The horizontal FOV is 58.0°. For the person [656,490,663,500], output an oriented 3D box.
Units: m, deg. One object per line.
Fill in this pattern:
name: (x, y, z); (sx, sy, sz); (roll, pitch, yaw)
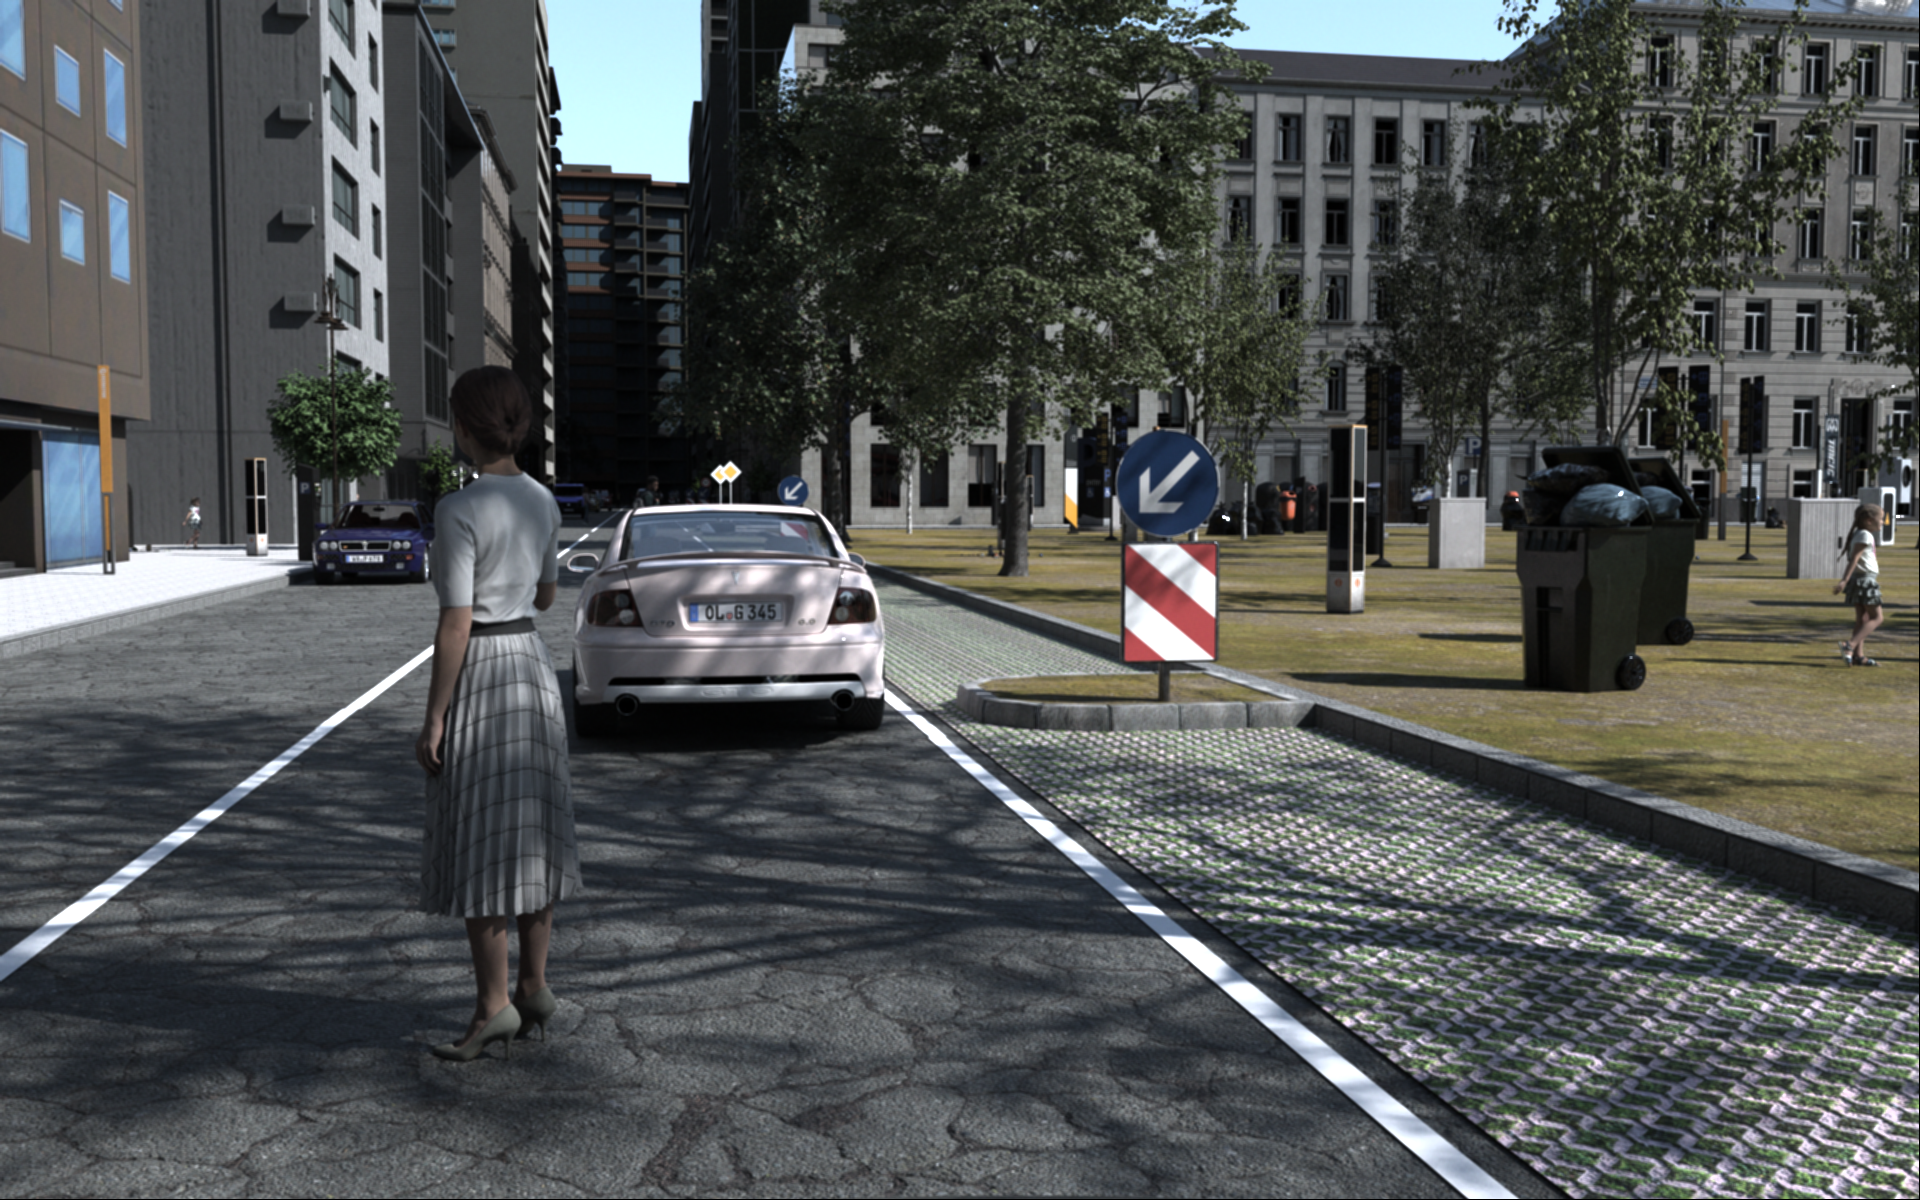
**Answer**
person: (-29.063, -9.625, 165.863); (1.348, 1.824, 0.705); (0, 4, -8)

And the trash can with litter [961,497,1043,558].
trash can with litter: (0.856, -1.481, 35.279); (1.678, 1.210, 2.233); (0, 4, 0)

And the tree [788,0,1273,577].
tree: (0.990, -6.668, 27.155); (7.486, 12.596, 7.792); (0, 3, 0)

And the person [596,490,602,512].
person: (-29.098, -8.005, 139.638); (0.793, 1.790, 0.793); (0, 4, 2)

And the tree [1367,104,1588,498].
tree: (9.769, -5.107, 33.868); (4.360, 8.622, 3.978); (0, 3, 0)

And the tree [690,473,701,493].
tree: (-23.752, -10.028, 158.560); (1.663, 3.219, 1.824); (0, 3, 0)

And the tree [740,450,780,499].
tree: (-8.729, -4.968, 75.825); (1.663, 3.219, 1.824); (0, 3, 0)

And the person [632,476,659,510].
person: (-6.034, -1.510, 33.529); (0.721, 1.781, 0.623); (-3, 4, -36)

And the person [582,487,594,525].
person: (-17.203, -4.320, 79.723); (0.593, 1.750, 0.643); (3, 5, 41)

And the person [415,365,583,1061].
person: (-1.257, 0.281, 4.483); (0.524, 1.755, 0.480); (2, 4, 24)

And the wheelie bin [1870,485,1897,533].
wheelie bin: (30.244, -2.976, 56.572); (0.693, 1.594, 0.980); (2, 4, 32)

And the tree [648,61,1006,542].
tree: (-3.484, -7.901, 46.194); (9.611, 12.733, 9.660); (0, 3, 0)

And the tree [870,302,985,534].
tree: (-1.458, -6.468, 56.122); (4.360, 8.622, 3.978); (0, 3, 0)

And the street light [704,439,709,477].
street light: (-20.832, -10.355, 142.092); (0.468, 5.910, 1.993); (-1, 4, -10)

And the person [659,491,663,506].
person: (-28.904, -9.649, 167.197); (0.436, 1.711, 0.756); (0, 4, 3)

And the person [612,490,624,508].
person: (-34.474, -10.150, 174.543); (1.348, 1.812, 0.705); (1, 4, 15)

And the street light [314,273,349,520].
street light: (-13.183, -3.894, 36.456); (0.468, 5.910, 1.993); (-1, 4, -10)

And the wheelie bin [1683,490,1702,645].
wheelie bin: (5.891, -0.426, 14.879); (0.693, 1.594, 0.980); (-1, 4, -9)

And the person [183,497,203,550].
person: (-17.730, -1.775, 40.073); (0.382, 1.210, 0.505); (0, 4, 0)

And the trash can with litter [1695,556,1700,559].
trash can with litter: (13.694, -1.408, 34.078); (1.678, 1.210, 2.233); (1, 4, 12)

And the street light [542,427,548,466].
street light: (-28.498, -8.944, 119.014); (0.468, 5.910, 1.993); (-1, 4, -10)

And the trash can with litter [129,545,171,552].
trash can with litter: (-18.692, -1.668, 38.329); (2.233, 1.210, 1.678); (-2, 4, -25)

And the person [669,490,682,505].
person: (-26.712, -9.434, 162.824); (1.350, 1.814, 0.705); (-3, 5, -42)

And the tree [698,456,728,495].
tree: (-20.698, -9.965, 146.636); (4.285, 4.588, 4.351); (0, 3, 0)

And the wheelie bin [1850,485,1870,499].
wheelie bin: (32.866, -3.366, 62.950); (0.980, 1.594, 0.693); (0, 4, 4)

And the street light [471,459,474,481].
street light: (-18.850, -5.760, 66.968); (0.468, 5.910, 1.993); (-1, 4, -10)

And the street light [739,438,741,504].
street light: (-11.480, -7.190, 90.339); (0.468, 5.910, 1.993); (-1, 4, -10)

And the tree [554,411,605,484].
tree: (-43.467, -15.946, 195.129); (7.601, 10.594, 8.767); (0, 4, 1)

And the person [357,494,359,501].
person: (-22.931, -3.395, 65.820); (0.640, 1.303, 0.475); (-1, 4, -13)

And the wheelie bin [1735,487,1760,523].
wheelie bin: (34.703, -4.187, 76.373); (0.980, 1.594, 0.693); (1, 4, 14)

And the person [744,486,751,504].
person: (-11.349, -5.326, 92.971); (0.795, 1.843, 0.661); (3, 5, 40)

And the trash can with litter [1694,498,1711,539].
trash can with litter: (20.779, -2.295, 48.916); (0.624, 1.170, 1.055); (0, 4, 7)

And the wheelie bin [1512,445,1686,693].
wheelie bin: (4.101, -0.214, 11.412); (0.693, 1.594, 0.980); (-2, 4, -29)

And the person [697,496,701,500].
person: (-24.126, -9.442, 160.409); (0.705, 1.826, 1.348); (-1, 4, -23)

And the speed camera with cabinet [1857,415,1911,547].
speed camera with cabinet: (22.858, -2.964, 42.798); (2.038, 3.252, 0.660); (-3, 5, -43)

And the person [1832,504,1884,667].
person: (6.682, -0.116, 12.947); (0.382, 1.210, 0.505); (1, 4, 14)

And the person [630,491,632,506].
person: (-39.169, -12.092, 206.142); (0.705, 1.831, 1.348); (-1, 4, -10)

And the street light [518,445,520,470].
street light: (-23.768, -7.378, 93.415); (0.468, 5.910, 1.993); (-1, 4, -10)

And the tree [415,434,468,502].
tree: (-16.715, -3.752, 55.941); (1.663, 3.219, 1.824); (0, 3, 0)

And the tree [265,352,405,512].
tree: (-14.392, -3.447, 40.073); (4.285, 4.588, 4.351); (0, 3, 0)

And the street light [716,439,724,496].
street light: (-16.025, -8.757, 115.972); (0.468, 5.910, 1.993); (-1, 4, -10)

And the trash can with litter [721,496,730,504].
trash can with litter: (-15.010, -6.100, 111.123); (0.624, 1.170, 1.055); (-1, 4, -18)

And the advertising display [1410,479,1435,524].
advertising display: (19.552, -4.160, 73.227); (0.974, 1.923, 0.123); (1, 4, 10)

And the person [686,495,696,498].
person: (-29.290, -11.190, 189.010); (1.348, 1.822, 0.705); (-3, 4, -36)
